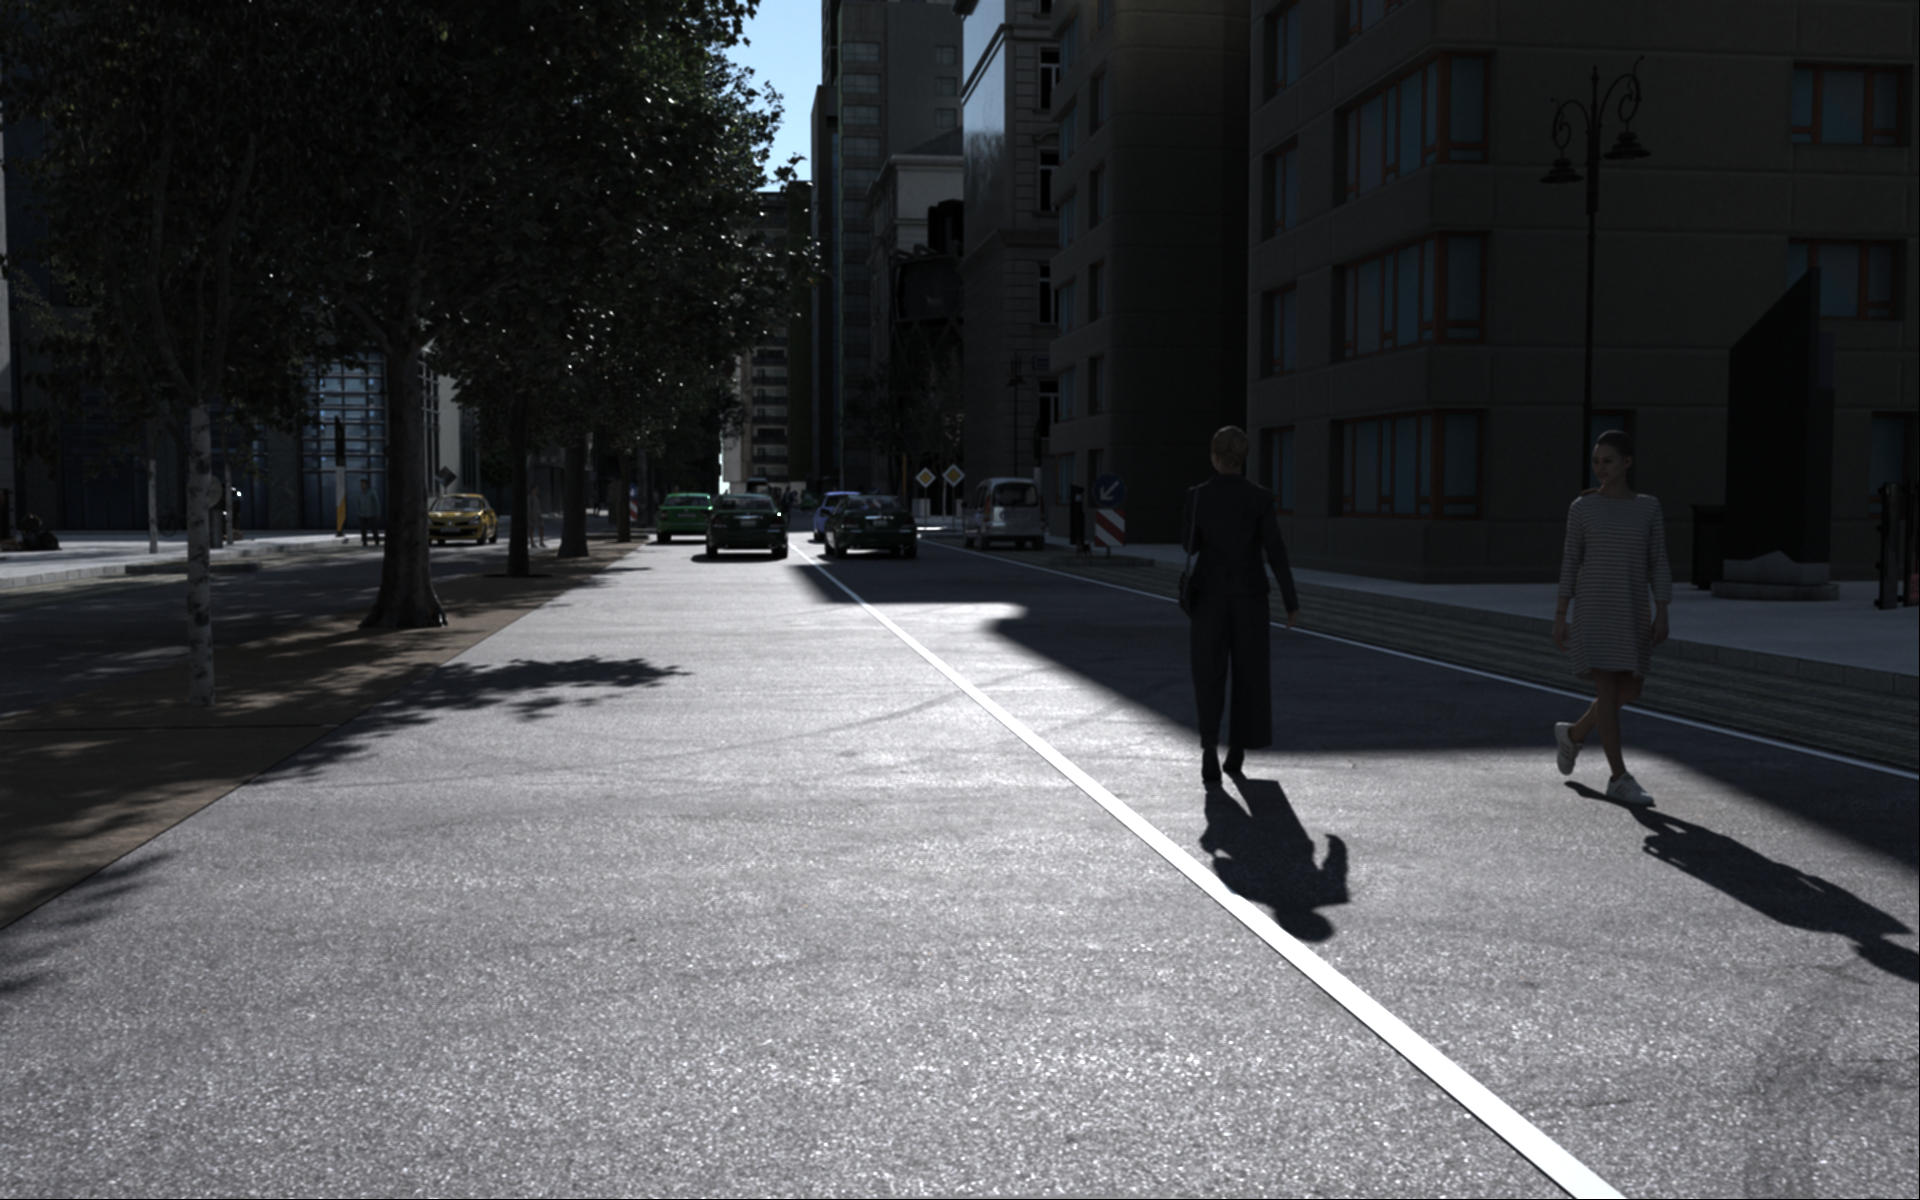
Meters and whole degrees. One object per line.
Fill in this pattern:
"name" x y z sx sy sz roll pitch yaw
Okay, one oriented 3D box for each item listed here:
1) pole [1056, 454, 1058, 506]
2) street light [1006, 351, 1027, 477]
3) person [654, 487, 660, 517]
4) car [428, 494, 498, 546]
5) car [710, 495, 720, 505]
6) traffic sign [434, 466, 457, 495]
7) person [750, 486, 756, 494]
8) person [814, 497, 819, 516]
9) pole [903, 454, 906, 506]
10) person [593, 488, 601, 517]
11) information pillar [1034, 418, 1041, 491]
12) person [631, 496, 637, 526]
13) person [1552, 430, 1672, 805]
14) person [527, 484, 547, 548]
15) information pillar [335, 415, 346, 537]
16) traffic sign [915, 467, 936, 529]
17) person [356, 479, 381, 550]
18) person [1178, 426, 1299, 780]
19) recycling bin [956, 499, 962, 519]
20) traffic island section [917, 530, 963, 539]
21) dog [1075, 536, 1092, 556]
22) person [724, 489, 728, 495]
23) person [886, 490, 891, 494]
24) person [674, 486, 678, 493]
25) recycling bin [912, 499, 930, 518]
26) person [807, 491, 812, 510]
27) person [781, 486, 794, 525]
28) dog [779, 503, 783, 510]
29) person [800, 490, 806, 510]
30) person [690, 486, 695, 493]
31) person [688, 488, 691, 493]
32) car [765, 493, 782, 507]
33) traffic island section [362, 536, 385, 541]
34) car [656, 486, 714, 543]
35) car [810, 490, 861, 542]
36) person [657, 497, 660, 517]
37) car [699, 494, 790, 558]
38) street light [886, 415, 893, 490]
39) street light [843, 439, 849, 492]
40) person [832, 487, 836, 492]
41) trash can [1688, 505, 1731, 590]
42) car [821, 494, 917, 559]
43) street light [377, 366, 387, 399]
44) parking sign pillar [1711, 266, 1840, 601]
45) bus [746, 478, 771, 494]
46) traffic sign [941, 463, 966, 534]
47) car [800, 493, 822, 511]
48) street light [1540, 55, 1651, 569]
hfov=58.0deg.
"pole" 3.661 -4.307 64.255 0.158 3.312 0.155 0 3 0
"street light" 1.806 -5.091 56.029 0.468 5.910 1.993 0 4 -8
"person" -18.884 -6.031 106.960 0.661 1.843 0.795 -2 4 -27
"car" -14.217 -2.387 49.247 2.015 1.641 3.980 -1 4 -8
"car" -24.176 -9.723 171.336 2.083 1.381 4.827 0 4 -7
"traffic sign" -18.369 -3.562 61.876 0.795 2.450 0.064 0 4 -8
"person" -9.637 -4.439 81.180 0.767 1.812 0.694 1 4 17
"person" -9.383 -6.105 112.997 0.332 1.250 0.352 0 4 5
"pole" -2.863 -5.816 88.941 0.158 3.312 0.155 0 3 0
"person" -22.314 -5.975 106.375 0.473 1.802 0.592 2 4 25
"information pillar" 2.393 -3.793 53.373 0.183 3.616 0.504 -1 4 -15
"person" -14.606 -4.251 78.102 0.616 1.811 0.778 -2 4 -32
"person" 3.078 0.059 8.292 0.466 1.731 0.760 -1 4 -20
"person" -11.379 -2.251 46.304 0.522 1.701 0.512 1 4 20
"information pillar" -18.561 -3.701 51.862 0.183 3.616 0.504 0 4 3
"traffic sign" -1.276 -3.700 64.145 0.795 2.450 0.064 0 4 -8
"person" -15.229 -2.210 44.652 0.660 1.820 0.620 0 4 2
"person" 1.393 0.009 8.773 0.576 1.772 0.534 0 4 -6
"recycling bin" 0.187 -4.689 89.215 0.722 1.027 0.722 0 4 8
"traffic island section" -0.189 -2.081 56.311 2.009 0.180 2.903 0 4 -8
"dog" 2.706 -1.134 37.825 0.406 0.507 0.540 0 4 -2
"person" -19.321 -8.296 144.013 0.599 1.838 0.709 1 4 23
"person" -2.908 -3.643 69.871 0.330 1.601 0.589 -1 4 -16
"person" -10.778 -3.392 64.638 0.598 1.740 0.731 1 4 22
"recycling bin" -2.096 -4.926 93.100 0.722 1.027 0.722 -3 5 -41
"person" -13.847 -9.088 158.026 0.436 1.711 0.756 -3 4 -38
"person" -8.143 -4.451 81.464 0.721 1.800 0.419 1 4 12
"dog" -13.121 -6.610 124.904 0.800 0.831 0.513 0 4 1
"person" -14.173 -9.068 156.758 0.705 1.824 1.348 2 4 23
"person" -11.287 -3.943 73.243 0.678 1.792 0.850 -2 4 -28
"person" -15.577 -5.565 99.827 0.374 1.781 0.599 2 4 28
"car" -14.256 -7.382 129.743 2.155 1.783 4.494 0 4 -8
"traffic island section" -17.328 -1.941 54.021 2.009 0.180 2.903 0 4 -8
"car" -8.154 -2.654 52.192 1.959 1.807 4.718 0 4 -7
"car" -3.646 -2.693 53.622 1.945 1.707 3.694 0 4 -7
"person" -18.840 -5.829 108.476 0.373 1.253 0.362 0 4 -5
"car" -4.971 -1.732 40.122 2.131 1.459 4.920 -1 4 -9
"street light" -4.175 -7.852 101.162 0.468 5.910 1.993 0 4 -8
"street light" -9.186 -10.136 138.515 0.468 5.910 1.993 0 4 -8
"person" -5.789 -4.322 79.588 0.576 1.772 0.534 0 4 3
"trash can" 10.144 -0.707 23.206 0.748 1.137 0.748 0 3 0
"car" -2.096 -1.722 39.953 2.131 1.459 4.920 -1 4 -9
"street light" -20.459 -5.456 61.986 0.468 5.910 1.993 0 4 -8
"parking sign pillar" 10.062 -2.007 21.279 1.447 3.967 1.447 -1 4 -18
"bus" -23.951 -12.866 205.223 2.948 3.499 13.247 0 4 -6
"traffic sign" -0.212 -3.216 56.231 0.795 2.450 0.064 0 4 -8
"car" -12.523 -8.413 146.345 1.959 1.807 4.718 0 4 -8
"street light" 6.852 -2.818 18.860 0.468 5.910 1.993 0 4 -8
